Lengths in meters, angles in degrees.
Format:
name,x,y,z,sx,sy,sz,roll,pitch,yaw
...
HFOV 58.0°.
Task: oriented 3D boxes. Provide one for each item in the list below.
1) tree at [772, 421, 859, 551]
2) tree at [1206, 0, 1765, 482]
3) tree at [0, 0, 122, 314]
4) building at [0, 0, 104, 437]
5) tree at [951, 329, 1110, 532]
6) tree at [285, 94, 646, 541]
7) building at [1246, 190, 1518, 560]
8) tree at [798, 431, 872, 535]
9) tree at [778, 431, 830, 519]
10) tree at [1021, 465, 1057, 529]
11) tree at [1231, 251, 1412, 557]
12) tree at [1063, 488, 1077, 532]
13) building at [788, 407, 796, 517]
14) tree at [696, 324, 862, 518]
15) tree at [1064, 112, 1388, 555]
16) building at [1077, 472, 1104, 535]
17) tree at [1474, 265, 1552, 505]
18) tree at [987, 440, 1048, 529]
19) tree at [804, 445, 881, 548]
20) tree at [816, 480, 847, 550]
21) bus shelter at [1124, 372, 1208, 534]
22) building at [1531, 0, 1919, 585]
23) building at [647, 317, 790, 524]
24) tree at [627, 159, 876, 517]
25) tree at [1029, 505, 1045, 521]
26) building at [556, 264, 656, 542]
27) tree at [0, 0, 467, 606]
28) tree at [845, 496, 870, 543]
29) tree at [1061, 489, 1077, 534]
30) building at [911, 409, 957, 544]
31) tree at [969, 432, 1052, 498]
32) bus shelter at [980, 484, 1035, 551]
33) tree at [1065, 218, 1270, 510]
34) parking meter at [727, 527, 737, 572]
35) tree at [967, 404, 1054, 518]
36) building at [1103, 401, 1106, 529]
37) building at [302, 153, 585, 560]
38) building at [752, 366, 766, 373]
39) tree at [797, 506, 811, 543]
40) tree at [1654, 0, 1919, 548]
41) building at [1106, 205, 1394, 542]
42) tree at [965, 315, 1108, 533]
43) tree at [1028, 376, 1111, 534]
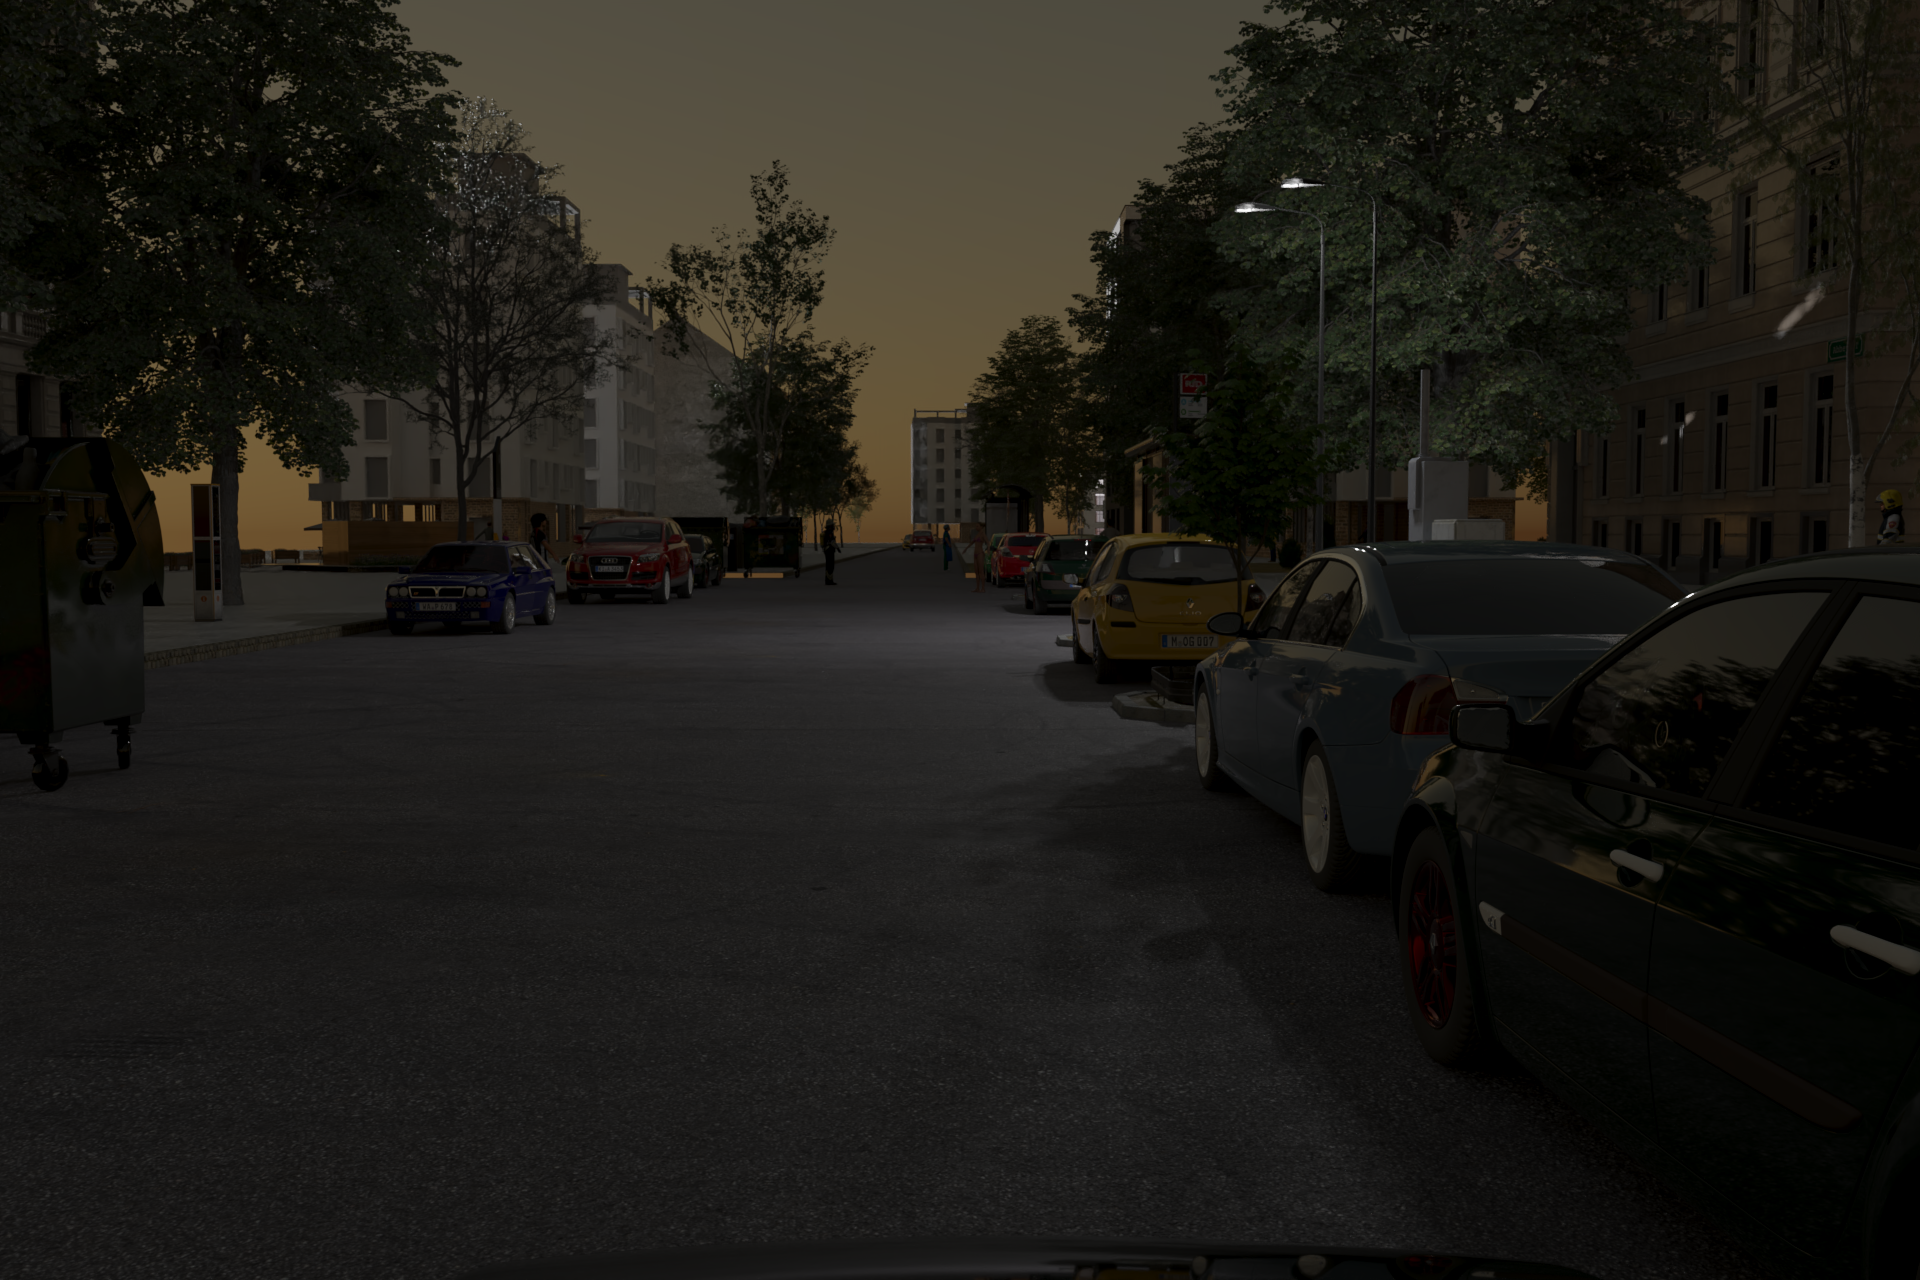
name,x,y,z,sx,sy,sz,roll,pitch,yaw
tree,-11.168,-11.980,130.292,7.601,10.594,8.767,-2,4,-31
tree,8.473,-7.545,30.014,9.857,13.997,8.962,0,3,0
tree,-13.581,-6.771,17.363,9.857,13.997,8.962,0,3,0
building,-31.960,-13.321,45.519,11.050,23.595,19.941,0,4,0
tree,4.609,-11.772,102.845,12.009,13.543,11.850,0,3,0
tree,-13.760,-8.414,47.937,12.009,13.543,11.850,0,3,0
building,21.483,-14.792,98.268,16.016,20.090,11.380,0,4,-1
tree,-11.206,-13.140,149.249,8.767,10.594,7.601,2,4,34
tree,-10.690,-10.177,116.762,4.737,8.622,4.395,0,3,0
tree,5.005,-10.549,122.840,4.737,8.622,4.395,0,3,0
tree,8.558,-5.544,41.013,4.737,8.622,4.395,0,3,0
tree,17.022,-18.443,251.911,4.360,8.622,3.978,0,3,0
building,-31.262,-22.058,227.103,16.747,18.905,31.486,0,4,-1
tree,-10.731,-12.121,104.837,9.857,13.997,8.962,0,3,0
tree,8.194,-8.865,51.591,9.857,13.997,8.962,0,3,0
building,20.494,-17.256,224.280,9.099,9.664,28.070,0,3,0
tree,25.270,-9.497,73.403,7.486,12.596,7.792,0,3,0
tree,4.112,-10.110,115.662,4.737,8.622,4.395,0,3,0
tree,-11.104,-13.829,160.509,8.767,10.594,7.601,-3,4,-37
tree,-11.172,-11.649,140.823,4.737,8.622,4.395,0,3,0
bus shelter,5.098,-3.852,40.615,2.179,5.291,8.768,0,4,0
building,24.706,-15.812,44.431,13.634,28.700,20.117,0,3,0
building,-28.313,-21.521,182.792,19.493,23.208,18.063,0,4,0
tree,-10.809,-14.328,90.158,12.611,20.169,13.585,0,3,0
tree,9.056,-19.536,253.833,7.601,10.594,8.767,0,4,1
building,-28.787,-16.273,122.488,16.016,20.090,11.380,0,4,0
tree,-13.371,-7.609,31.057,9.857,13.997,8.962,0,3,0
tree,-15.024,-18.530,253.332,4.737,8.622,4.395,0,3,0
tree,16.799,-18.167,247.391,4.360,8.622,3.978,0,3,0
building,-6.831,-24.098,252.886,11.380,20.090,16.016,0,4,2
tree,4.705,-14.150,157.113,9.928,11.665,9.643,0,3,0
bus shelter,1.952,-4.803,72.460,2.014,3.302,5.546,0,4,-2
tree,8.976,-9.890,68.355,9.857,13.997,8.962,0,3,0
parking meter,-7.805,-3.109,59.247,0.372,1.533,0.369,0,3,0
tree,4.233,-13.936,145.980,7.486,12.596,7.792,0,3,0
building,21.492,-20.853,197.360,16.016,20.090,11.380,0,4,0
building,-26.679,-14.125,87.367,16.016,20.090,11.380,0,4,0
building,-27.355,-20.757,195.793,16.016,20.090,11.380,0,3,0
tree,-22.757,-18.548,253.619,4.737,8.622,4.395,0,3,0
tree,8.341,-4.038,16.389,4.360,8.622,3.978,0,3,0
building,24.203,-17.129,124.041,27.936,21.610,32.646,0,4,0
tree,3.803,-10.533,90.335,7.486,12.596,7.792,0,3,0
tree,4.909,-8.017,81.437,4.360,8.622,3.978,0,3,0
